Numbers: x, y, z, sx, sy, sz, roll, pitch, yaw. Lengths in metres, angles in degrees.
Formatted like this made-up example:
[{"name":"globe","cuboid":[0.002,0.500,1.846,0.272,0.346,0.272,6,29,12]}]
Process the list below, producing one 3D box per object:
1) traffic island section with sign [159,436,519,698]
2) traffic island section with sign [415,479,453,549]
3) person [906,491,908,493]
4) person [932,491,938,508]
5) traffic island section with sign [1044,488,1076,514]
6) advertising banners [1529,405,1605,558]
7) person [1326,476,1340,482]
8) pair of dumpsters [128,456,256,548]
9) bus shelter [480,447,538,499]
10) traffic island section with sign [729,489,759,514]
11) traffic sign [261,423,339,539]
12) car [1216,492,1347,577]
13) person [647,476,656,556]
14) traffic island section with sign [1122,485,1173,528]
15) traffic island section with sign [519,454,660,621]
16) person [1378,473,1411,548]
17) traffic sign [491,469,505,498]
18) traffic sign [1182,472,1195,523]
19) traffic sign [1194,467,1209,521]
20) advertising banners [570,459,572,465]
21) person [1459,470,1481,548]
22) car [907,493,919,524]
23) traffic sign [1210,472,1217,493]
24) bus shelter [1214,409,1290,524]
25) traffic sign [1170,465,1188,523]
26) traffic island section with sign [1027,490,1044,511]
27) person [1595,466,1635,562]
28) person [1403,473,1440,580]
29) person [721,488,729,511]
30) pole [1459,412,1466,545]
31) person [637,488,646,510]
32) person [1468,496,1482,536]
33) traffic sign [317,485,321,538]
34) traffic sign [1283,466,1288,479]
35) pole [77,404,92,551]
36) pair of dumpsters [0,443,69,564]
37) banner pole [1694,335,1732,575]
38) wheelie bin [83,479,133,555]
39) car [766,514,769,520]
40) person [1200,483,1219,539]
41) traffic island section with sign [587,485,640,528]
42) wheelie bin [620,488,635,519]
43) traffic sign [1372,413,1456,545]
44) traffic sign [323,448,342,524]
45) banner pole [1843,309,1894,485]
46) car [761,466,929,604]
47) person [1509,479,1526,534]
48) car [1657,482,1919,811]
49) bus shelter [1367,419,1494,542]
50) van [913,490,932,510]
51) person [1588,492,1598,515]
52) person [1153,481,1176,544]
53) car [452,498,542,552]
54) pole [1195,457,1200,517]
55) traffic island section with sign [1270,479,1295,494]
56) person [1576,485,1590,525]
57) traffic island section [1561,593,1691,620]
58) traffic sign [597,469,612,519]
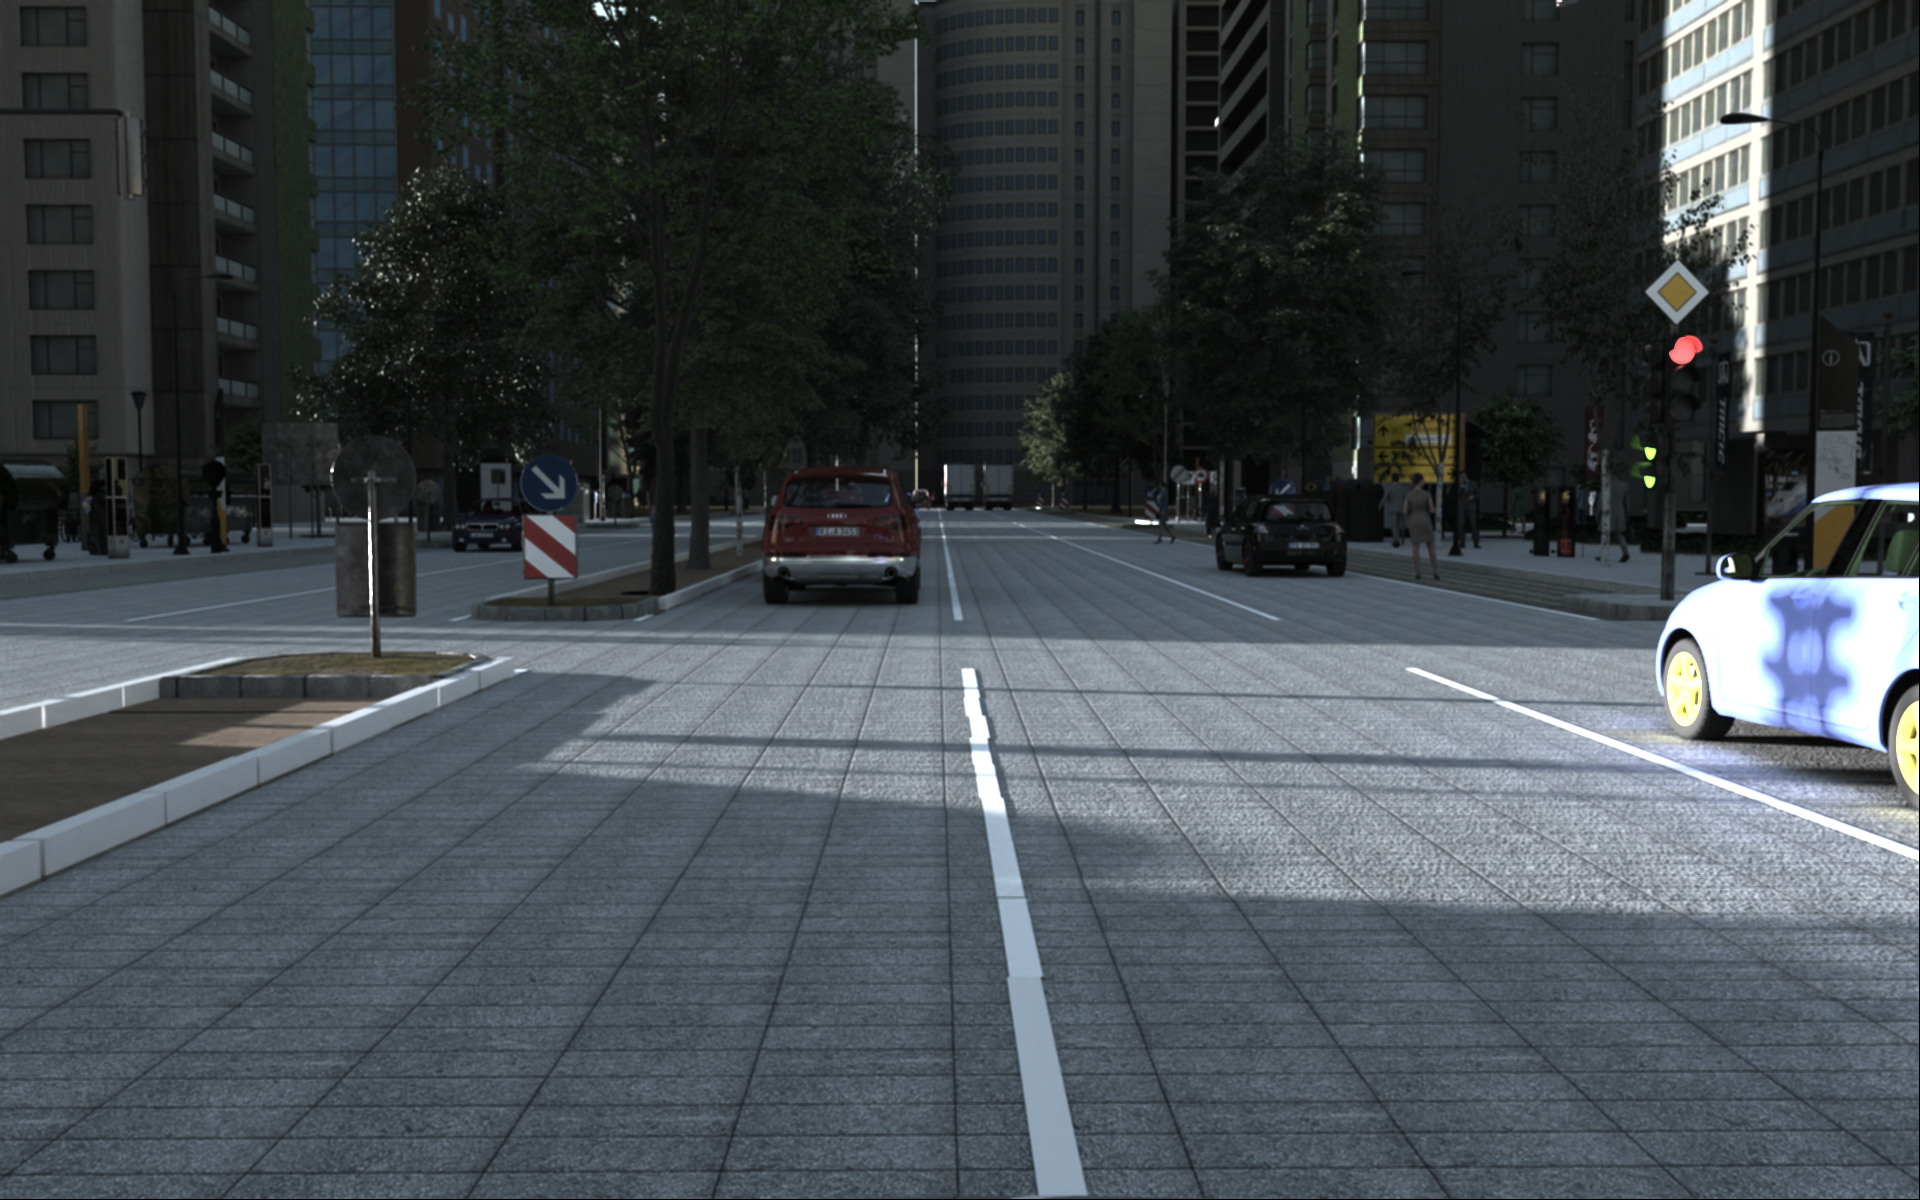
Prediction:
[{"name":"traffic island section with sign","cuboid":[-4.600,-0.299,13.024,2.006,1.907,1.989,0,4,-1]},{"name":"traffic island section with sign","cuboid":[-14.288,-2.297,46.179,1.989,1.847,2.006,0,4,-1]},{"name":"person","cuboid":[-5.048,-9.486,164.308,1.217,1.735,0.721,-1,4,-10]},{"name":"person","cuboid":[-2.492,-9.968,172.193,0.721,1.735,1.217,2,4,28]},{"name":"traffic island section with sign","cuboid":[7.187,-6.977,122.696,1.989,1.847,2.006,0,4,-1]},{"name":"advertising banners","cuboid":[12.328,-2.386,35.198,0.090,3.025,2.074,-1,4,-21]},{"name":"person","cuboid":[11.139,-2.806,51.895,0.580,1.828,0.573,2,4,25]},{"name":"pair of dumpsters","cuboid":[-19.020,-2.484,43.111,1.574,2.255,4.437,0,4,-1]},{"name":"bus shelter","cuboid":[-20.087,-5.092,77.184,2.014,3.302,5.546,0,4,-1]},{"name":"traffic island section with sign","cuboid":[-15.336,-7.009,123.231,1.989,1.847,2.006,0,4,-1]},{"name":"traffic sign","cuboid":[-18.834,-3.400,49.457,2.265,3.308,0.079,0,4,5]},{"name":"car","cuboid":[5.775,-1.325,31.455,2.009,1.686,4.222,0,4,-2]},{"name":"person","cuboid":[-6.632,-1.809,38.086,0.555,1.821,0.388,2,4,28]},{"name":"traffic island section with sign","cuboid":[7.878,-3.934,72.943,1.989,1.847,2.006,0,4,-1]},{"name":"traffic island section with sign","cuboid":[-4.692,-0.752,20.430,2.006,1.907,1.989,0,4,-1]},{"name":"person","cuboid":[10.481,-2.164,41.695,0.678,1.792,0.850,0,4,-6]},{"name":"traffic sign","cuboid":[-18.962,-4.222,71.151,0.606,2.300,0.079,1,4,8]},{"name":"traffic sign","cuboid":[10.265,-4.637,77.939,0.606,2.300,0.079,0,4,8]},{"name":"traffic sign","cuboid":[11.311,-4.974,81.425,0.768,2.556,0.104,0,4,6]},{"name":"advertising banners","cuboid":[-19.305,-5.522,86.476,0.090,3.025,2.074,-1,4,-18]},{"name":"person","cuboid":[12.062,-2.158,41.126,0.655,1.846,0.447,1,4,23]},{"name":"car","cuboid":[-2.820,-4.461,82.524,1.945,1.707,3.694,0,4,0]},{"name":"traffic sign","cuboid":[11.455,-4.597,77.286,0.606,2.300,0.079,0,4,5]},{"name":"bus shelter","cuboid":[11.473,-5.640,69.846,2.179,5.291,8.768,0,4,-1]},{"name":"traffic sign","cuboid":[9.612,-4.647,76.084,0.768,2.556,0.104,0,4,8]},{"name":"traffic island section with sign","cuboid":[6.808,-8.669,150.359,1.989,1.847,2.006,0,4,-1]},{"name":"person","cuboid":[12.364,-1.629,32.786,0.694,1.812,0.767,-1,4,-11]},{"name":"person","cuboid":[7.704,-1.225,28.877,0.599,1.781,0.374,1,4,20]},{"name":"person","cuboid":[-18.245,-7.818,134.588,0.721,1.735,1.217,1,4,17]},{"name":"pole","cuboid":[12.464,-3.010,43.063,0.158,3.312,0.155,0,3,0]},{"name":"person","cuboid":[-25.835,-8.186,140.327,0.683,1.767,0.568,-2,4,-25]},{"name":"person","cuboid":[15.881,-2.782,53.335,0.330,1.601,0.589,3,5,41]},{"name":"traffic sign","cuboid":[-18.655,-3.075,50.382,0.768,2.556,0.104,0,4,1]},{"name":"traffic sign","cuboid":[13.300,-4.423,72.415,0.768,2.556,0.104,0,4,7]},{"name":"pole","cuboid":[-19.831,-2.777,39.239,0.158,3.312,0.155,0,3,0]},{"name":"pair of dumpsters","cuboid":[-17.999,-1.770,31.428,1.574,2.255,4.437,0,4,-1]},{"name":"banner pole","cuboid":[11.891,-2.274,27.197,0.401,3.779,0.863,0,4,1]},{"name":"wheelie bin","cuboid":[-17.905,-1.749,36.500,0.693,1.594,0.980,3,5,43]},{"name":"car","cuboid":[-2.286,-1.254,29.549,2.155,1.783,4.494,0,4,0]},{"name":"person","cuboid":[7.960,-2.828,55.158,0.576,1.772,0.534,-2,4,-31]},{"name":"traffic island section with sign","cuboid":[-14.659,-3.963,73.418,1.989,1.847,2.006,0,4,-1]},{"name":"wheelie bin","cuboid":[-17.445,-5.068,90.763,0.693,1.594,0.980,-2,4,-28]},{"name":"traffic sign","cuboid":[11.436,-3.026,43.343,2.265,3.308,0.079,0,4,1]},{"name":"traffic sign","cuboid":[-17.303,-2.936,48.114,0.768,2.556,0.104,0,4,3]},{"name":"banner pole","cuboid":[12.321,-2.051,23.554,0.863,3.779,0.401,1,4,9]},{"name":"car","cuboid":[-1.570,-0.947,24.151,2.281,1.827,5.304,0,4,-1]},{"name":"person","cuboid":[18.131,-3.057,56.272,0.600,1.795,0.529,-3,5,-41]},{"name":"car","cuboid":[5.096,0.034,9.043,1.945,1.707,3.694,0,4,-2]},{"name":"bus shelter","cuboid":[13.125,-3.355,48.783,2.014,3.302,5.546,0,4,-1]},{"name":"van","cuboid":[-3.609,-9.400,160.696,2.013,2.044,4.112,0,4,0]},{"name":"person","cuboid":[26.579,-4.075,72.845,0.590,1.801,0.661,1,4,19]},{"name":"person","cuboid":[5.918,-2.543,50.094,0.654,1.822,0.581,1,4,9]},{"name":"car","cuboid":[-11.799,-1.946,44.405,1.945,1.354,3.894,0,4,-2]},{"name":"pole","cuboid":[13.196,-6.262,96.234,0.158,3.312,0.155,0,3,0]},{"name":"traffic island section with sign","cuboid":[8.249,-2.266,45.677,1.989,1.847,2.006,0,4,-1]},{"name":"person","cuboid":[19.595,-2.953,54.587,0.793,1.790,0.793,2,4,33]},{"name":"traffic island section","cuboid":[8.578,0.081,20.951,2.009,0.180,2.903,0,4,-1]},{"name":"traffic sign","cuboid":[-18.129,-5.392,88.262,0.768,2.556,0.104,0,4,8]}]
